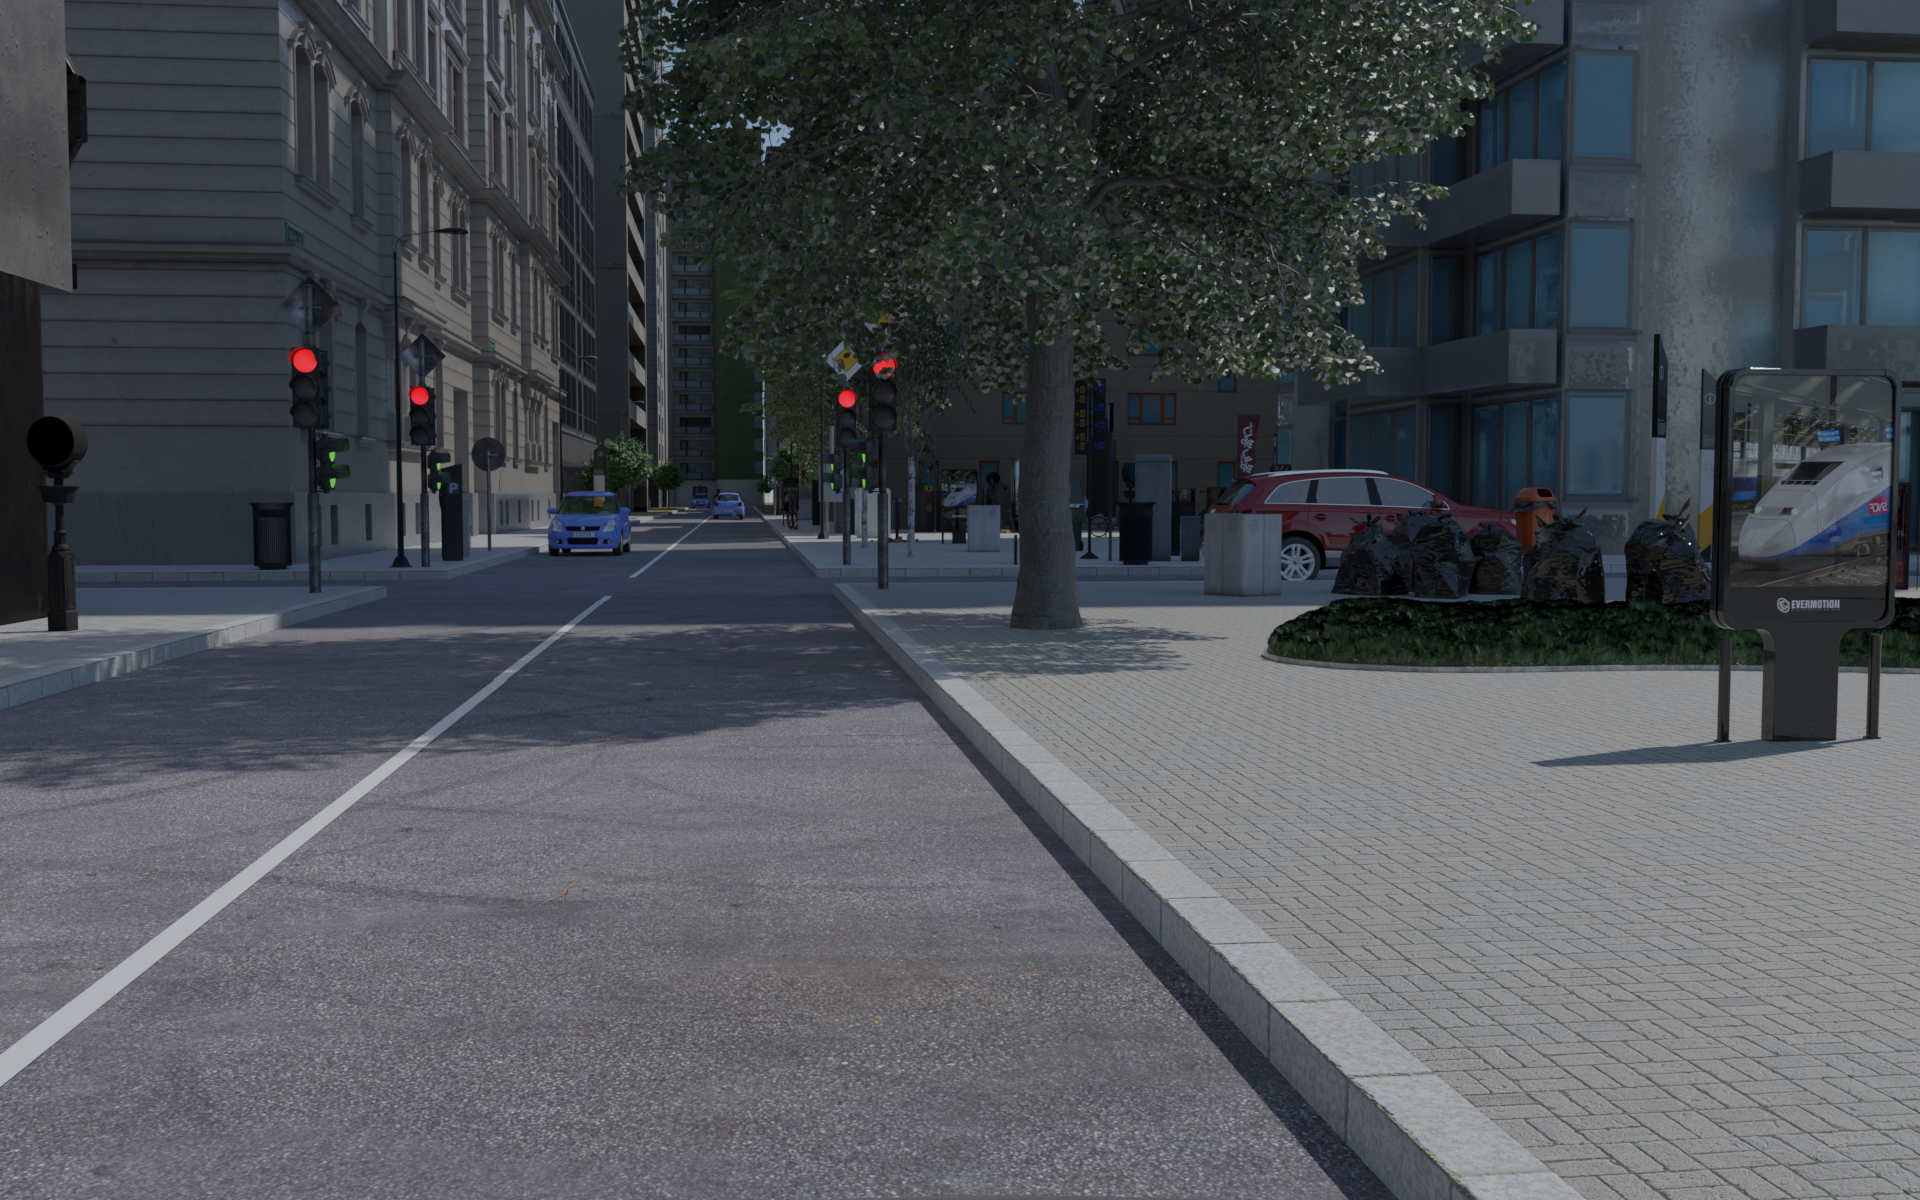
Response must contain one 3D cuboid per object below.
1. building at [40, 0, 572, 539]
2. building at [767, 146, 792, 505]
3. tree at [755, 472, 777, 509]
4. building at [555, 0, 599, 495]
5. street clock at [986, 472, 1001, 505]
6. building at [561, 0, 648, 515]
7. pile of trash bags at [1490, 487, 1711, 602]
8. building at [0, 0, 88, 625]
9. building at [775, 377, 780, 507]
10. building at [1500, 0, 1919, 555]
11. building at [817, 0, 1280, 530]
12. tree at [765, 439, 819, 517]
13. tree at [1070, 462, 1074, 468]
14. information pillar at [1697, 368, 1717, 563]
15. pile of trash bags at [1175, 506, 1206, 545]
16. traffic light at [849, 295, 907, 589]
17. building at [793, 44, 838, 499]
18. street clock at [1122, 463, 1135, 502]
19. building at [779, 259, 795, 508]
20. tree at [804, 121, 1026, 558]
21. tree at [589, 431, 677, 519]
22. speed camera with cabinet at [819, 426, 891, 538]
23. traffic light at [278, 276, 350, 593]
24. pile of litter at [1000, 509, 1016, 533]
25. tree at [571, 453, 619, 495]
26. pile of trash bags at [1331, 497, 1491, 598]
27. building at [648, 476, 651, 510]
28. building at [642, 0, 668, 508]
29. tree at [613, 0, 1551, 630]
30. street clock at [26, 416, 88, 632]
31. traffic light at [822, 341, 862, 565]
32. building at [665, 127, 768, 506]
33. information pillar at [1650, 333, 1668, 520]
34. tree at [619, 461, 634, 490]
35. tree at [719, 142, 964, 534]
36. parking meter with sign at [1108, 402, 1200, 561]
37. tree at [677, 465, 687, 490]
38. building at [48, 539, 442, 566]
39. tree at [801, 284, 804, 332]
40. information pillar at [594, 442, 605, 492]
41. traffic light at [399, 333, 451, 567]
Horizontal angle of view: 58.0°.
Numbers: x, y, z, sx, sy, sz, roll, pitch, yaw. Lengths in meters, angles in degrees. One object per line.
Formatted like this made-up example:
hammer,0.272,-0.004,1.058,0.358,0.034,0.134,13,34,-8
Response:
building,-22.293,-16.929,64.186,14.401,28.519,23.554,0,4,-7
building,-15.333,-31.446,197.740,14.086,41.232,14.154,0,4,-7
tree,-18.865,-10.602,167.950,1.663,3.219,1.824,0,3,0
building,-26.559,-18.011,87.988,14.314,27.812,24.014,0,4,-7
street clock,1.069,-3.131,55.764,0.471,2.002,0.358,0,4,-1
building,-32.059,-29.952,113.419,21.300,48.544,21.600,0,4,-7
pile of trash bags,7.376,-0.478,17.575,3.447,1.369,1.912,2,4,28
building,-17.116,-8.799,11.320,16.811,18.784,16.820,0,4,-7
building,-3.761,-19.731,167.637,27.650,21.520,28.899,0,4,-7
building,24.018,-26.067,45.811,30.456,49.044,23.786,0,4,-7
building,8.040,-14.228,77.670,27.650,21.520,28.899,0,4,-7
tree,-9.179,-6.941,97.192,4.285,4.588,4.351,0,3,0
tree,2.495,-3.427,50.635,1.663,3.219,1.824,0,3,0
information pillar,14.048,-2.509,32.373,0.504,3.616,0.183,0,4,-4
pile of trash bags,6.400,-2.148,44.867,1.912,1.369,3.447,2,4,31
traffic light,-1.062,-2.105,23.334,0.839,4.253,0.868,0,4,-7
building,-4.075,-21.028,115.504,14.160,30.474,14.107,0,4,-7
street clock,3.935,-2.166,39.987,0.358,2.002,0.471,2,4,34
building,-0.007,-17.952,138.556,27.650,21.520,28.899,0,4,-7
tree,-0.741,-5.162,34.765,4.360,8.622,3.978,0,3,0
tree,-17.427,-6.467,89.452,4.285,4.588,4.351,0,3,0
speed camera with cabinet,-3.081,-3.441,50.604,2.038,3.252,0.660,-1,4,-11
traffic light,-8.362,-2.047,22.393,0.839,4.253,0.868,0,4,-7
pile of litter,1.930,-2.629,56.956,1.719,0.858,1.176,-1,4,-10
tree,-17.177,-5.281,80.946,1.663,3.219,1.824,0,3,0
pile of trash bags,6.604,-0.789,22.653,3.447,1.369,1.912,-2,4,-35
building,-41.187,-27.155,135.872,32.217,40.220,23.993,0,4,-7
building,-39.076,-44.511,166.003,20.611,71.187,20.563,0,4,-7
tree,0.902,-6.711,16.378,9.857,13.997,8.962,0,3,0
street clock,-8.419,-0.711,16.199,0.471,2.002,0.358,0,4,5
traffic light,-2.069,-2.589,31.256,0.839,4.253,0.868,0,4,-7
building,-29.324,-31.347,196.109,14.086,41.232,14.154,0,4,-7
information pillar,10.292,-2.090,25.531,0.183,3.616,0.504,3,4,37
tree,-16.780,-5.440,83.551,1.663,3.219,1.824,0,3,0
tree,-3.755,-8.406,55.567,7.486,12.596,7.792,0,3,0
parking meter with sign,3.703,-2.251,33.071,1.738,3.016,0.543,0,4,2
tree,-26.100,-10.446,154.499,4.285,4.588,4.351,0,3,0
building,-19.625,-15.501,40.825,14.401,28.519,23.554,0,4,-7
tree,-2.083,-5.541,40.966,4.360,8.622,3.978,0,3,0
information pillar,-16.040,-5.245,77.106,0.504,3.616,0.183,0,4,0
traffic light,-9.370,-2.532,30.314,0.839,4.253,0.868,0,4,-7
